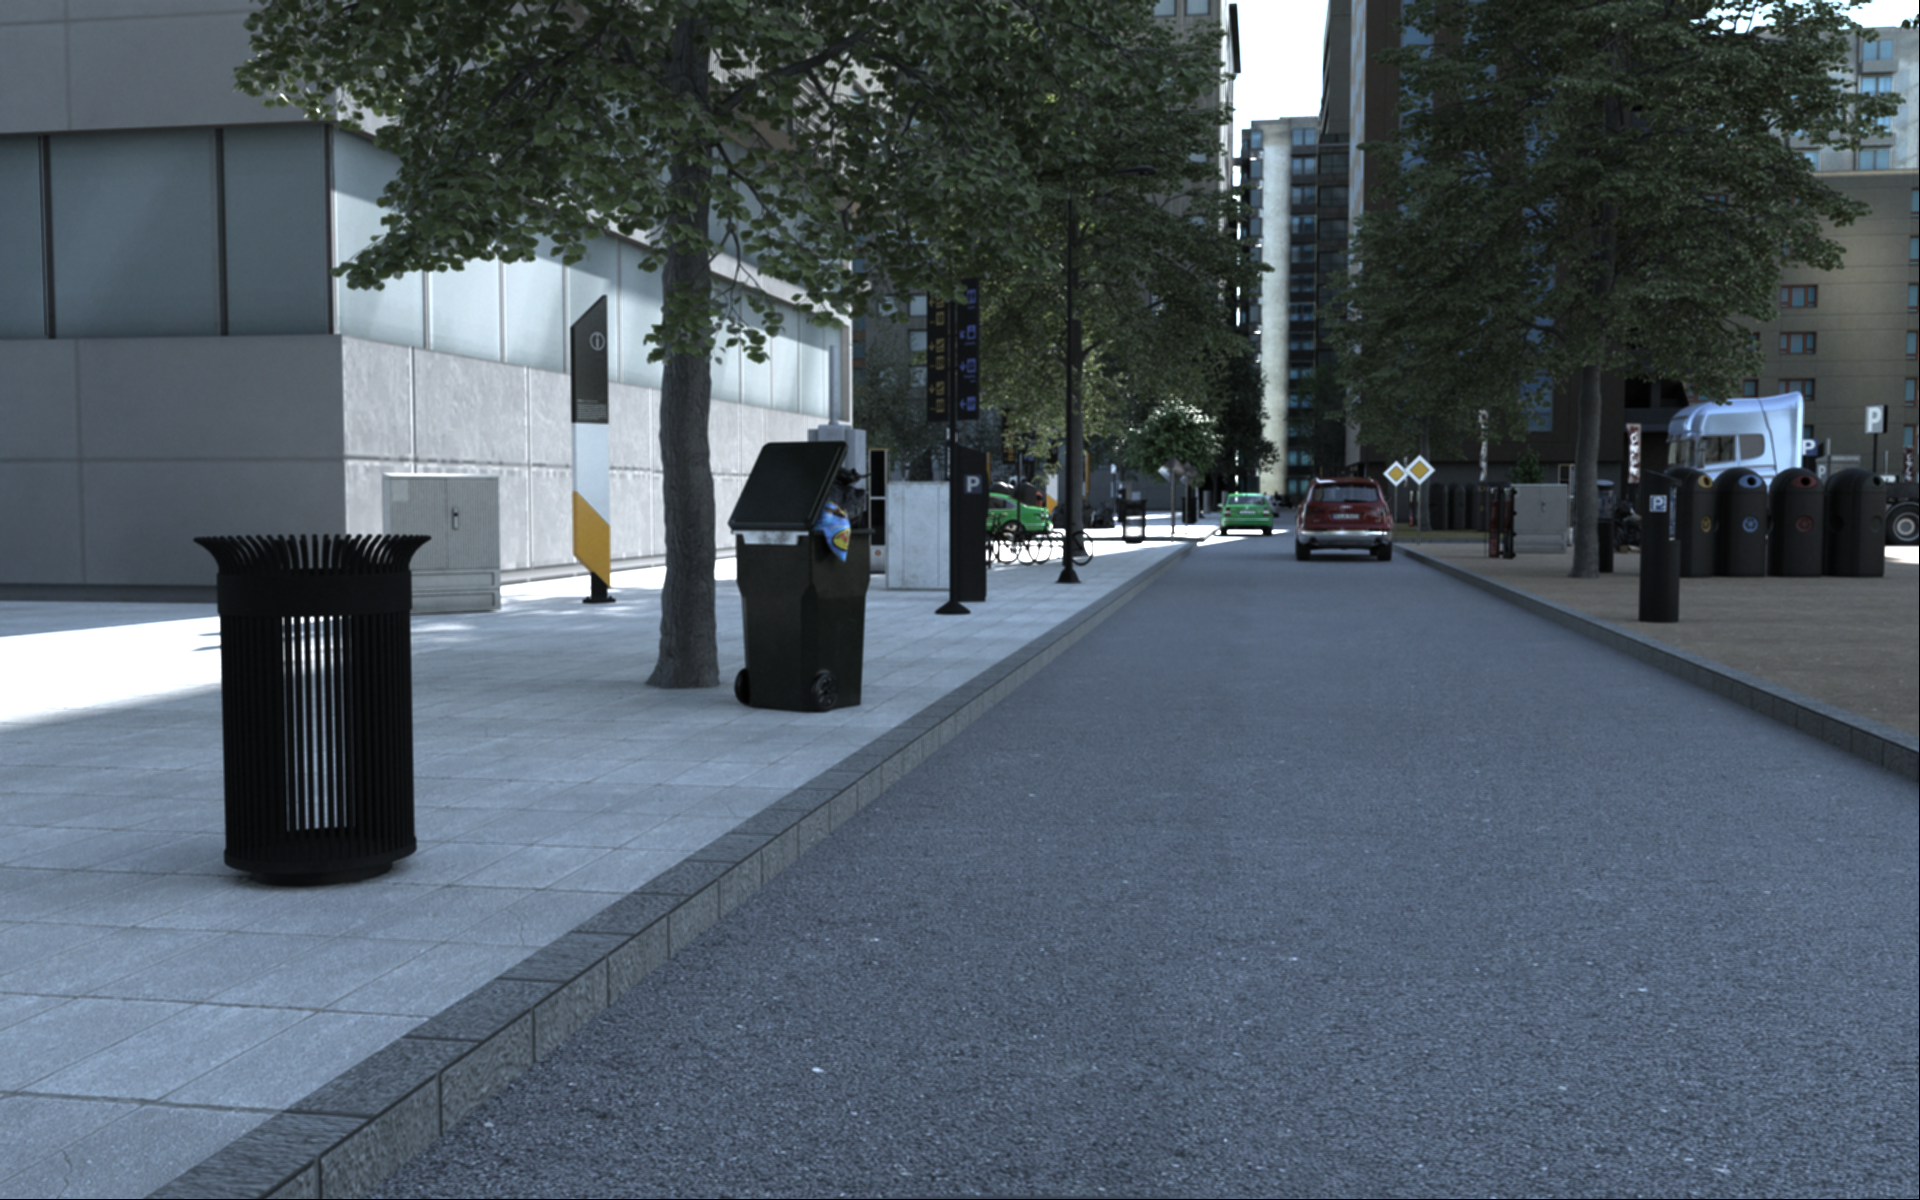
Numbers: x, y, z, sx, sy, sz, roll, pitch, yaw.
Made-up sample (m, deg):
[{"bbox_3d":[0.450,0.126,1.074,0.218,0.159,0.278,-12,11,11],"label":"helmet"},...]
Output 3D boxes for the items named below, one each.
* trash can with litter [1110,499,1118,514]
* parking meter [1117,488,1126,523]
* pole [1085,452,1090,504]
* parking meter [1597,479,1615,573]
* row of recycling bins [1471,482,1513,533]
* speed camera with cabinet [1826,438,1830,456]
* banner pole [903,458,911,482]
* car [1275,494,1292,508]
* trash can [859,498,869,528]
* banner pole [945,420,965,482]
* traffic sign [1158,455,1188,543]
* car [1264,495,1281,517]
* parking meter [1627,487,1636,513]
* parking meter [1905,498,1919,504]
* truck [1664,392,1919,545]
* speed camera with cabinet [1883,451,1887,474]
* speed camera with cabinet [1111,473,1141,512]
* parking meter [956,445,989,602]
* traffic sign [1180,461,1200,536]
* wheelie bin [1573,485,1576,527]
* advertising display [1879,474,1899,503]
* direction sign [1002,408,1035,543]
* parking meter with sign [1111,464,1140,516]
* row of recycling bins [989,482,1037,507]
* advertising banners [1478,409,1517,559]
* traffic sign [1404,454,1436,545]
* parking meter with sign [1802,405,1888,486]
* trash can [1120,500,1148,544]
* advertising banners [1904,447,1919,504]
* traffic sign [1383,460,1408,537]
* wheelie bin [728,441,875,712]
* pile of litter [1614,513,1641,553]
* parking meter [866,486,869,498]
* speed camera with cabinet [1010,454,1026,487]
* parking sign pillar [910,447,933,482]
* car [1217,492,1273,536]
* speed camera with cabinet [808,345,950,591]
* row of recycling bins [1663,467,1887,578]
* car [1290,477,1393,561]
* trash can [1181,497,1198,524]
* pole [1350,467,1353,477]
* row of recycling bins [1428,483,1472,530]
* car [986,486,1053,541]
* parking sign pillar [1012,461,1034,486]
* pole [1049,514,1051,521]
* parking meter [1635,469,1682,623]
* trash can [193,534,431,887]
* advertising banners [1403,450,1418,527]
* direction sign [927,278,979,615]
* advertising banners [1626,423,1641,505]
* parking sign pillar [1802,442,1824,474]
[{"bbox_3d":[10.235,-6.268,113.873,1.055,1.170,0.624,1,4,11],"label":"trash can with litter"},{"bbox_3d":[7.286,-4.260,78.064,0.372,1.533,0.369,0,3,0],"label":"parking meter"},{"bbox_3d":[6.227,-5.554,84.646,0.158,3.312,0.155,0,3,0],"label":"pole"},{"bbox_3d":[10.530,-1.223,28.403,0.372,1.533,0.369,0,3,0],"label":"parking meter"},{"bbox_3d":[18.116,-3.127,58.243,1.069,1.692,3.534,0,4,8],"label":"row of recycling bins"},{"bbox_3d":[31.246,-4.081,61.056,0.660,3.252,2.038,-1,4,-18],"label":"speed camera with cabinet"},{"bbox_3d":[-3.102,-7.121,106.452,0.863,3.779,0.401,0,4,-7],"label":"banner pole"},{"bbox_3d":[32.716,-10.126,175.345,2.009,1.686,4.222,1,4,9],"label":"car"},{"bbox_3d":[-3.587,-3.250,64.784,0.748,1.137,0.748,0,3,0],"label":"trash can"},{"bbox_3d":[-0.122,-4.172,58.237,0.863,3.779,0.401,0,4,2],"label":"banner pole"},{"bbox_3d":[5.511,-2.523,44.899,0.795,2.450,0.064,1,4,10],"label":"traffic sign"},{"bbox_3d":[18.920,-5.842,107.881,2.083,1.381,4.827,1,4,12],"label":"car"},{"bbox_3d":[25.845,-3.561,66.639,0.372,1.533,0.369,0,3,0],"label":"parking meter"},{"bbox_3d":[29.462,-2.764,53.606,0.372,1.533,0.369,0,3,0],"label":"parking meter"},{"bbox_3d":[27.873,-3.419,45.660,18.799,4.110,2.967,1,4,8],"label":"truck"},{"bbox_3d":[41.875,-5.231,79.857,2.038,3.252,0.660,2,4,25],"label":"speed camera with cabinet"},{"bbox_3d":[11.761,-7.858,122.820,2.038,3.252,0.660,-1,4,-14],"label":"speed camera with cabinet"},{"bbox_3d":[0.127,-0.916,20.684,0.399,1.863,0.255,-1,4,-18],"label":"parking meter"},{"bbox_3d":[6.903,-3.004,52.762,0.795,2.450,0.064,1,4,10],"label":"traffic sign"},{"bbox_3d":[21.721,-3.233,60.773,0.980,1.594,0.693,3,5,42],"label":"wheelie bin"},{"bbox_3d":[30.249,-3.148,56.684,0.123,1.923,0.974,-1,4,-20],"label":"advertising display"},{"bbox_3d":[1.540,-3.270,45.459,0.876,3.537,0.379,1,4,12],"label":"direction sign"},{"bbox_3d":[9.650,-6.390,100.743,1.738,3.016,0.543,-2,4,-30],"label":"parking meter with sign"},{"bbox_3d":[0.927,-3.250,60.254,3.534,1.692,1.069,-1,4,-10],"label":"row of recycling bins"},{"bbox_3d":[10.836,-2.375,35.021,0.090,3.025,2.074,0,4,-3],"label":"advertising banners"},{"bbox_3d":[11.607,-2.456,43.803,0.795,2.450,0.064,1,4,10],"label":"traffic sign"},{"bbox_3d":[17.215,-2.311,34.040,1.738,3.016,0.543,0,4,-8],"label":"parking meter with sign"},{"bbox_3d":[4.513,-2.036,44.945,0.748,1.137,0.748,0,3,0],"label":"trash can"},{"bbox_3d":[35.391,-4.120,63.545,0.090,3.025,2.074,-1,4,-15],"label":"advertising banners"},{"bbox_3d":[12.999,-2.937,51.667,0.795,2.450,0.064,1,4,10],"label":"traffic sign"},{"bbox_3d":[-0.960,-0.157,10.481,0.980,1.594,0.693,2,4,34],"label":"wheelie bin"},{"bbox_3d":[14.741,-1.458,37.796,1.719,0.858,1.176,2,4,30],"label":"pile of litter"},{"bbox_3d":[-6.635,-7.249,124.233,0.399,1.863,0.255,1,4,13],"label":"parking meter"},{"bbox_3d":[2.518,-5.670,87.047,0.660,3.252,2.038,-2,4,-31],"label":"speed camera with cabinet"},{"bbox_3d":[-2.225,-6.812,99.849,1.447,3.967,1.447,1,4,23],"label":"parking sign pillar"},{"bbox_3d":[10.059,-3.193,61.008,1.959,1.807,4.718,0,4,8],"label":"car"},{"bbox_3d":[-0.977,-1.764,23.176,2.038,3.252,0.660,1,4,12],"label":"speed camera with cabinet"},{"bbox_3d":[12.551,-1.215,26.971,3.534,1.692,1.069,0,4,-2],"label":"row of recycling bins"},{"bbox_3d":[8.578,-1.850,38.915,2.281,1.827,5.304,1,4,10],"label":"car"},{"bbox_3d":[9.832,-3.826,74.202,0.748,1.137,0.748,0,3,0],"label":"trash can"},{"bbox_3d":[27.170,-7.725,120.152,0.158,3.312,0.155,0,3,0],"label":"pole"},{"bbox_3d":[18.097,-3.396,62.644,3.534,1.692,1.069,-3,4,-38],"label":"row of recycling bins"},{"bbox_3d":[0.306,-2.521,50.007,4.718,1.807,1.959,1,4,9],"label":"car"},{"bbox_3d":[3.668,-6.882,100.995,1.447,3.967,1.447,-2,4,-33],"label":"parking sign pillar"},{"bbox_3d":[3.876,-5.015,75.833,0.158,3.312,0.155,0,3,0],"label":"pole"},{"bbox_3d":[7.039,-0.550,17.405,0.372,1.533,0.369,0,3,0],"label":"parking meter"},{"bbox_3d":[-2.164,0.355,5.845,0.748,1.137,0.748,0,3,0],"label":"trash can"},{"bbox_3d":[17.868,-4.417,68.405,0.090,3.025,2.074,0,4,-6],"label":"advertising banners"},{"bbox_3d":[-0.078,-1.622,18.509,0.379,3.537,0.876,-3,4,-38],"label":"direction sign"},{"bbox_3d":[17.318,-2.875,43.195,2.074,3.025,0.090,-2,4,-27],"label":"advertising banners"},{"bbox_3d":[44.197,-6.218,90.143,1.447,3.967,1.447,2,4,29],"label":"parking sign pillar"}]
